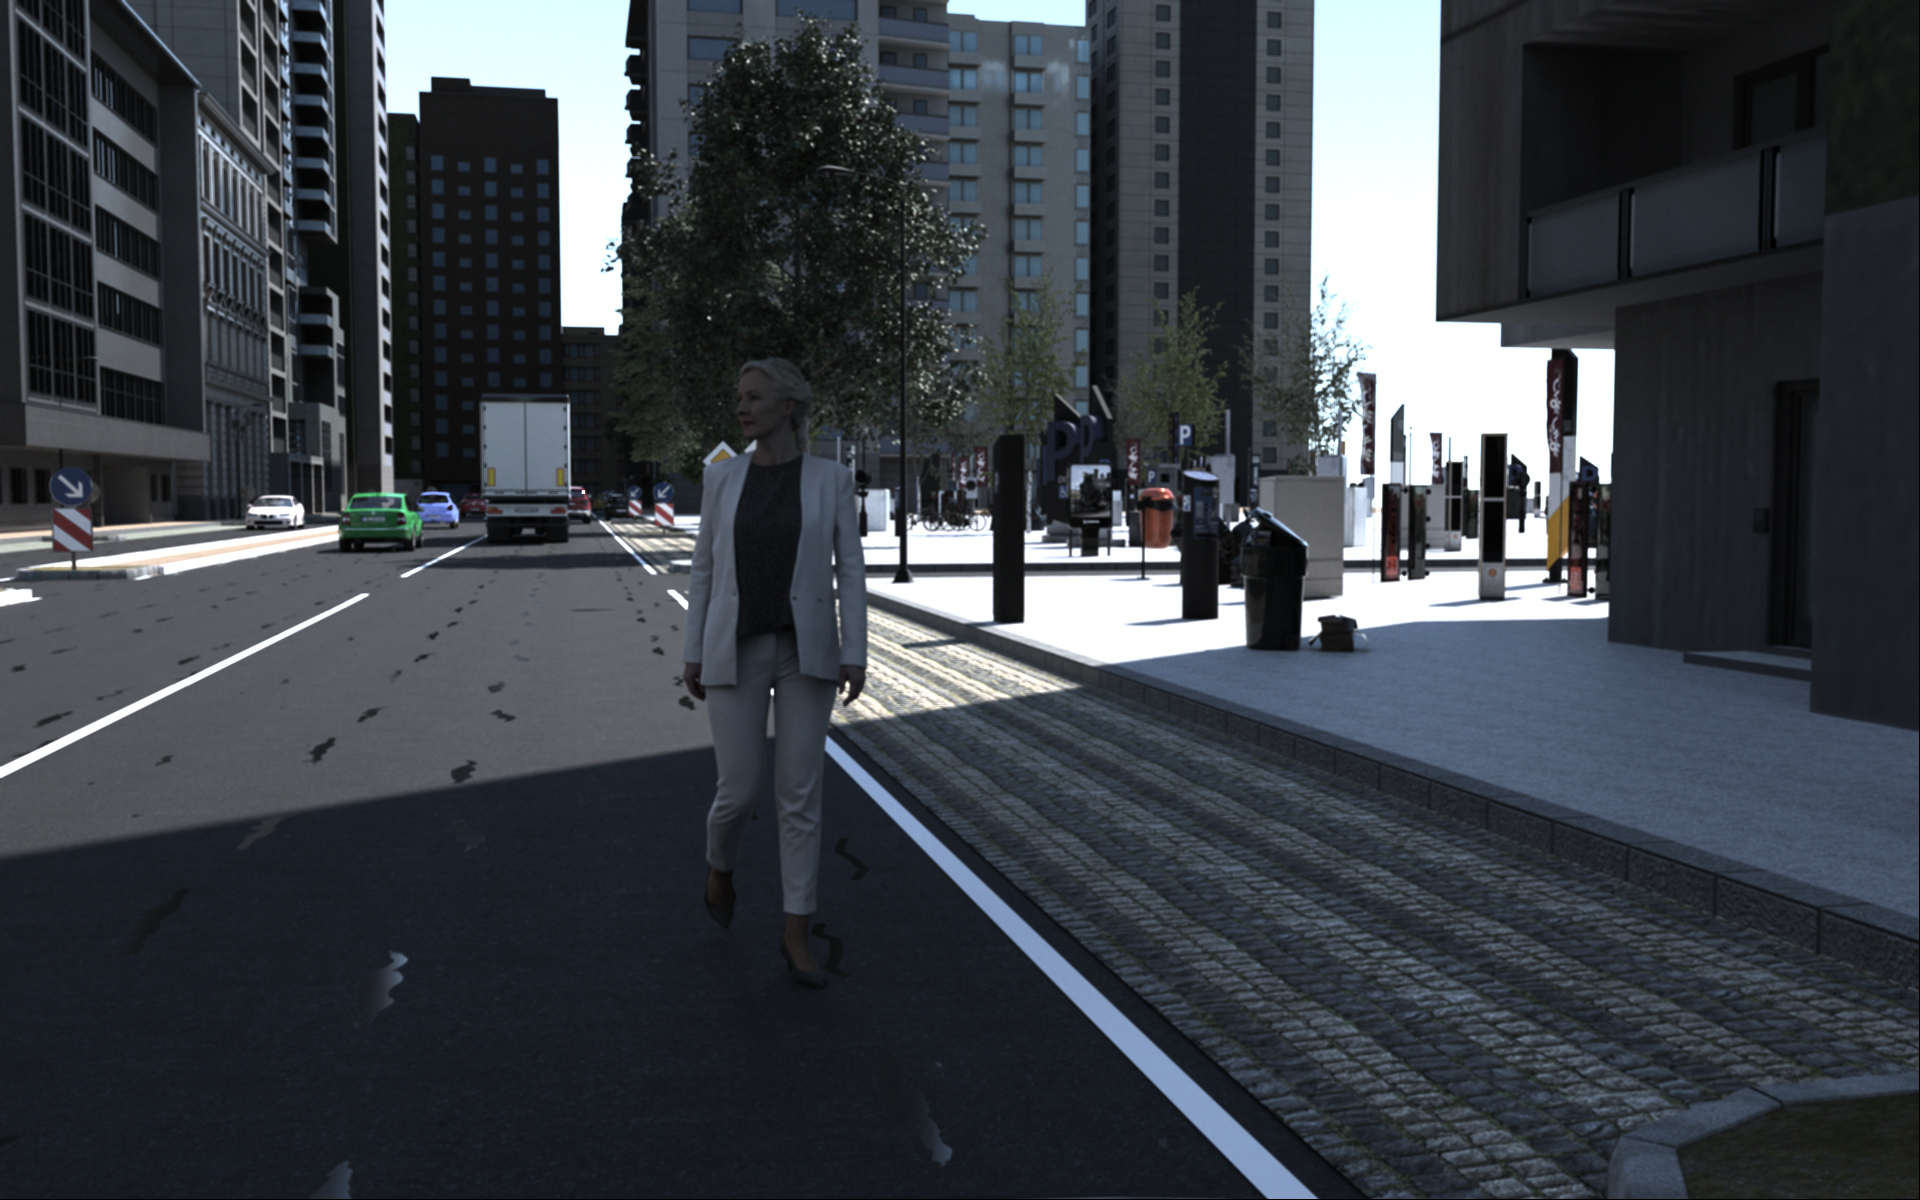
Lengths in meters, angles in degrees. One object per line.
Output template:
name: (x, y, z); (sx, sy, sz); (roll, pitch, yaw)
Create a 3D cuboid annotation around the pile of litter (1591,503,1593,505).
pile of litter: (41.993, -6.140, 114.357); (1.176, 0.858, 1.719); (-3, 5, -42)

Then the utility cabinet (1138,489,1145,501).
utility cabinet: (8.539, -4.188, 77.155); (1.173, 1.500, 0.318); (1, 4, 18)

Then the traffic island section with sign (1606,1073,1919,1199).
traffic island section with sign: (2.226, 0.357, 2.798); (1.989, 1.847, 2.006); (-1, 4, -13)

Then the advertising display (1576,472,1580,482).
advertising display: (17.312, -2.710, 49.521); (0.974, 1.923, 0.123); (-2, 4, -29)

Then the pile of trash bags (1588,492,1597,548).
pile of trash bags: (16.008, -2.019, 42.758); (1.912, 1.369, 3.447); (1, 4, 12)

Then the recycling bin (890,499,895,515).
recycling bin: (-3.854, -5.151, 96.768); (0.722, 1.027, 0.722); (1, 4, 13)

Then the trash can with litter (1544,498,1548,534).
trash can with litter: (19.203, -2.683, 55.250); (1.055, 1.170, 0.624); (2, 4, 33)

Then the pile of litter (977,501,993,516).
pile of litter: (1.690, -5.380, 101.921); (1.719, 0.858, 1.176); (-2, 4, -30)

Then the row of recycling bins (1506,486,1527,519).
row of recycling bins: (28.284, -5.056, 89.777); (1.069, 1.692, 3.534); (-1, 4, -9)

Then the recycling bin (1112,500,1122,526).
recycling bin: (6.082, -3.476, 69.379); (0.722, 1.027, 0.722); (0, 4, -8)

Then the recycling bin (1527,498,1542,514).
recycling bin: (37.864, -6.221, 114.271); (0.722, 1.027, 0.722); (-2, 4, -30)

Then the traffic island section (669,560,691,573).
traffic island section: (-4.398, -0.621, 32.440); (2.009, 0.180, 2.903); (-1, 4, -13)

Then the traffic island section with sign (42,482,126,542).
traffic island section with sign: (-26.663, -2.704, 52.846); (1.989, 1.847, 2.006); (-1, 4, -13)

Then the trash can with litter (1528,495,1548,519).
trash can with litter: (30.846, -4.894, 91.070); (1.678, 1.210, 2.233); (-2, 4, -29)

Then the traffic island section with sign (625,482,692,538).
traffic island section with sign: (-9.848, -2.943, 56.749); (1.989, 1.847, 2.006); (-1, 4, -13)

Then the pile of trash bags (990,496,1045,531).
pile of trash bags: (2.664, -3.148, 61.230); (3.447, 1.369, 1.912); (1, 4, 12)

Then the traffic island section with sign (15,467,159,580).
traffic island section with sign: (-15.053, -1.320, 29.718); (2.006, 1.907, 1.989); (-1, 4, -13)

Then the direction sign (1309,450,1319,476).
direction sign: (18.232, -5.891, 88.319); (0.876, 3.537, 0.379); (2, 4, 29)

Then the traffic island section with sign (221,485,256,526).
traffic island section with sign: (-32.550, -4.313, 79.153); (1.989, 1.847, 2.006); (-1, 4, -13)

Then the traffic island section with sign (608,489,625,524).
traffic island section with sign: (-15.731, -4.552, 83.057); (1.989, 1.847, 2.006); (-1, 4, -13)

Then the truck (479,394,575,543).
truck: (-13.488, -3.996, 54.246); (2.839, 4.237, 11.283); (-1, 4, -13)

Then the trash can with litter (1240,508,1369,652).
trash can with litter: (2.845, -0.180, 14.332); (1.055, 1.170, 0.624); (1, 4, 14)

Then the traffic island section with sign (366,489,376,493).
traffic island section with sign: (-43.507, -7.303, 128.037); (1.989, 1.847, 2.006); (-1, 4, -13)

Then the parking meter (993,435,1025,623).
parking meter: (0.487, -0.711, 17.342); (0.255, 1.863, 0.399); (-1, 4, -11)

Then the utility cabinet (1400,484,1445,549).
utility cabinet: (10.710, -1.922, 40.098); (1.173, 1.500, 0.318); (0, 4, -3)

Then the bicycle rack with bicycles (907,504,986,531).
bicycle rack with bicycles: (-0.436, -2.872, 60.332); (2.925, 0.926, 2.852); (1, 4, 22)

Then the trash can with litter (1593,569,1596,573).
trash can with litter: (10.276, -0.918, 26.397); (1.055, 1.170, 0.624); (0, 4, 0)

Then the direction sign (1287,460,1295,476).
direction sign: (21.956, -7.512, 114.820); (0.379, 3.537, 0.876); (3, 5, 45)

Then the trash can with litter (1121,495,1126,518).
trash can with litter: (9.270, -5.029, 93.283); (2.233, 1.210, 1.678); (1, 4, 9)

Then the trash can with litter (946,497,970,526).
trash can with litter: (-0.034, -3.608, 70.374); (1.055, 1.170, 0.624); (2, 4, 31)

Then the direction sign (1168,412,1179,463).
direction sign: (5.926, -3.432, 48.106); (0.379, 3.537, 0.876); (-1, 4, -9)

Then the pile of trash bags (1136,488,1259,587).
pile of trash bags: (3.795, -0.950, 25.279); (1.912, 1.369, 3.447); (-3, 4, -36)

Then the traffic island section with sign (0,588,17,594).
traffic island section with sign: (-13.445, -0.878, 22.487); (2.006, 1.907, 1.989); (-1, 4, -13)

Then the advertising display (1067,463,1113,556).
advertising display: (2.679, -1.868, 35.752); (0.974, 1.923, 0.123); (-1, 4, -17)

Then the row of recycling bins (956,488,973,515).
row of recycling bins: (0.260, -6.072, 106.389); (1.069, 1.692, 3.534); (0, 4, 4)

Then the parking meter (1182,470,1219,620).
parking meter: (2.478, -0.576, 17.832); (0.372, 1.533, 0.369); (0, 3, 0)

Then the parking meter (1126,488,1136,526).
parking meter: (6.771, -3.685, 68.655); (0.372, 1.533, 0.369); (0, 3, 0)

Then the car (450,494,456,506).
car: (-50.666, -9.823, 170.398); (2.009, 1.686, 4.222); (-1, 4, -11)

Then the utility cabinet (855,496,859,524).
utility cabinet: (-4.233, -3.499, 68.375); (0.306, 1.237, 1.020); (-1, 4, -20)

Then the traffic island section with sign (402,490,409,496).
traffic island section with sign: (-49.385, -8.912, 154.346); (1.989, 1.847, 2.006); (-1, 4, -13)

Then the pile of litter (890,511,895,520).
pile of litter: (-3.827, -4.324, 84.666); (1.719, 0.858, 1.176); (0, 4, 4)

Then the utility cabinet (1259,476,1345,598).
utility cabinet: (4.167, -0.764, 21.175); (1.173, 1.500, 0.318); (-2, 4, -34)

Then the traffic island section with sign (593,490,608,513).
traffic island section with sign: (-32.524, -9.139, 158.052); (1.989, 1.847, 2.006); (-1, 4, -13)

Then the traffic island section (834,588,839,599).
traffic island section: (-2.653, -0.145, 24.647); (2.009, 0.180, 2.903); (-1, 4, -13)

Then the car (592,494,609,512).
car: (-28.995, -8.009, 141.170); (2.015, 1.641, 3.980); (-1, 4, -11)

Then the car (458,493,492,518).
car: (-29.955, -6.002, 107.166); (2.155, 1.783, 4.494); (-1, 4, -14)

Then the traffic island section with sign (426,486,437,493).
traffic island section with sign: (-31.478, -5.805, 103.046); (2.006, 1.907, 1.989); (-1, 4, -13)

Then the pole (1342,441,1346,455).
pole: (14.656, -4.428, 66.240); (0.158, 3.312, 0.155); (0, 3, 0)

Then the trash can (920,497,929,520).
trash can: (-1.705, -4.470, 84.738); (0.748, 1.137, 0.748); (0, 3, 0)
